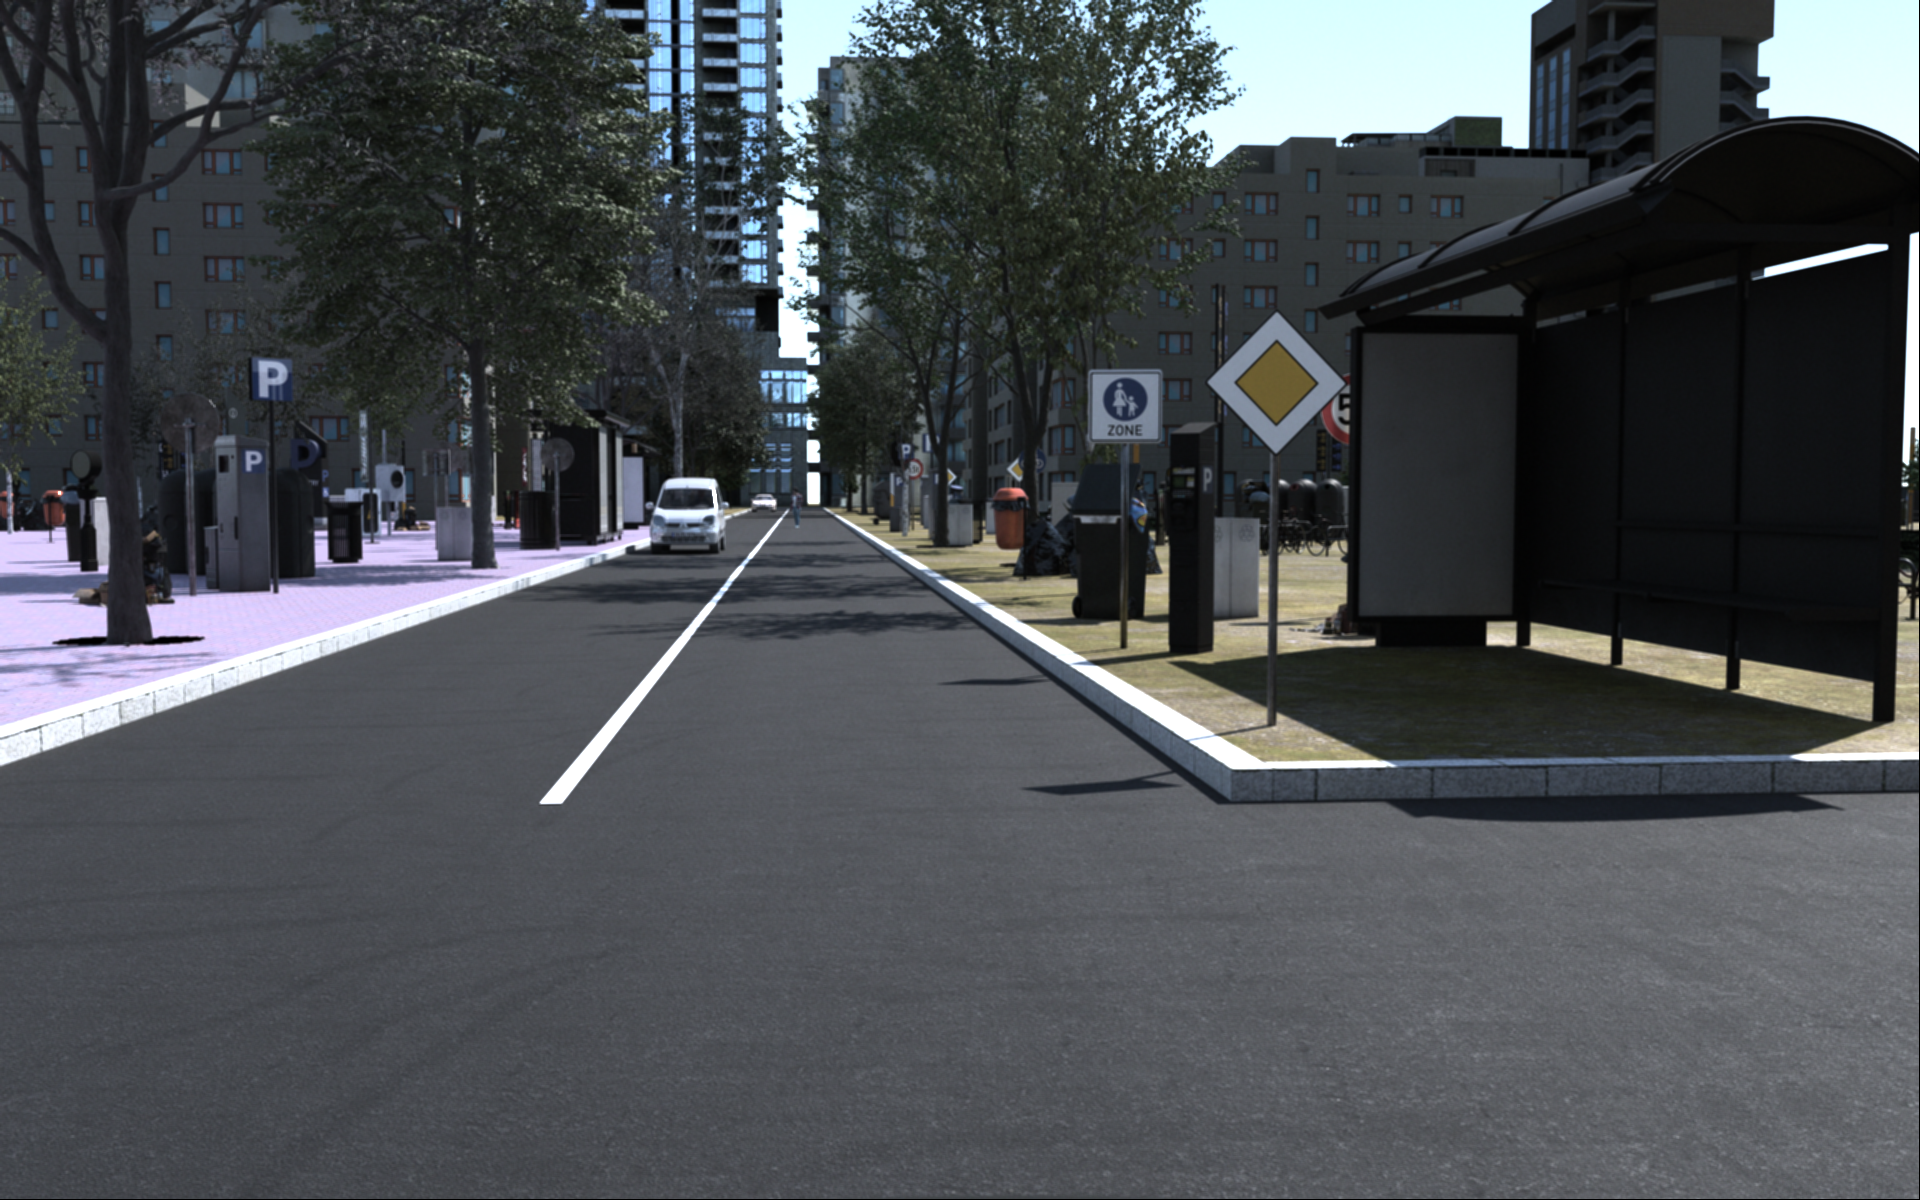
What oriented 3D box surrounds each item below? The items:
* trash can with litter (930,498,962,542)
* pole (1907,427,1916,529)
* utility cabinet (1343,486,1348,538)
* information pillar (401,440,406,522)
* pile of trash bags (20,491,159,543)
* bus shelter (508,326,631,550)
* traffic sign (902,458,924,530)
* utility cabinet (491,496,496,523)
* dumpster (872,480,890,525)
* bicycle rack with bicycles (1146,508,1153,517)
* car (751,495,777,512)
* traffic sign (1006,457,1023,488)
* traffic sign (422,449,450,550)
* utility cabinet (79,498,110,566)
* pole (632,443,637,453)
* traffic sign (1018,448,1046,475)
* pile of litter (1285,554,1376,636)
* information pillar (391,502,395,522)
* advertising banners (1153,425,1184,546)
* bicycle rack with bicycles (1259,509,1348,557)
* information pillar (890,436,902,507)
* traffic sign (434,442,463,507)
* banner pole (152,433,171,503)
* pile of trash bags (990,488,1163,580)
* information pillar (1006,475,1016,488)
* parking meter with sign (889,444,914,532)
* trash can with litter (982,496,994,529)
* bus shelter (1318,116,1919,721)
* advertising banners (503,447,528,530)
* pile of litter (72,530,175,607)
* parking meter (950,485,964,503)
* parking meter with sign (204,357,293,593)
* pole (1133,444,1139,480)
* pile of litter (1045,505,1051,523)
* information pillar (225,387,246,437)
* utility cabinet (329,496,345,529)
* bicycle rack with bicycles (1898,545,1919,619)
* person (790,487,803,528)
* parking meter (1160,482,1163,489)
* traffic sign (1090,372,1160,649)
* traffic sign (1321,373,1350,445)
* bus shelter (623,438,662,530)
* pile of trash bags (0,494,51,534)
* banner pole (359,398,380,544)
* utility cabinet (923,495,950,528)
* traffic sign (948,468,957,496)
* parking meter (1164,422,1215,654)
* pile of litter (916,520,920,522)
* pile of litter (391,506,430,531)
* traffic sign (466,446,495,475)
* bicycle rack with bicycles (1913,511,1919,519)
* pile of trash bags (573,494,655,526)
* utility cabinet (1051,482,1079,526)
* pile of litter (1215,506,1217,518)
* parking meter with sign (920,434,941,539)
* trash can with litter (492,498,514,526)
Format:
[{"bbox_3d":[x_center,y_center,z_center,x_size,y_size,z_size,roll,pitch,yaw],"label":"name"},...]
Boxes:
[{"bbox_3d":[-0.285,-2.119,46.040,0.624,1.170,1.055,3,4,36],"label":"trash can with litter"},{"bbox_3d":[28.897,-3.595,52.615,0.158,3.312,0.155,0,3,0],"label":"pole"},{"bbox_3d":[11.489,-2.515,49.793,1.173,1.500,0.318,0,4,5],"label":"utility cabinet"},{"bbox_3d":[-24.211,-5.137,75.338,0.183,3.616,0.504,-2,4,-26],"label":"information pillar"},{"bbox_3d":[-22.590,-2.212,45.922,3.447,1.369,1.912,0,4,-1],"label":"pile of trash bags"},{"bbox_3d":[-9.926,-4.070,44.169,2.179,5.291,8.768,0,4,-5],"label":"bus shelter"},{"bbox_3d":[-1.668,-3.744,61.318,0.768,2.556,0.104,0,4,1],"label":"traffic sign"},{"bbox_3d":[-21.092,-4.073,77.749,0.306,1.237,1.020,0,4,-3],"label":"utility cabinet"},{"bbox_3d":[-3.039,-4.118,73.093,1.264,1.857,1.865,0,4,-5],"label":"dumpster"},{"bbox_3d":[7.417,-4.241,82.730,2.852,0.926,2.925,-3,4,-37],"label":"bicycle rack with bicycles"},{"bbox_3d":[-15.854,-7.813,140.101,2.083,1.381,4.827,0,4,-3],"label":"car"},{"bbox_3d":[1.809,-3.163,52.907,0.795,2.450,0.064,0,4,1],"label":"traffic sign"},{"bbox_3d":[-11.952,-2.288,39.534,0.606,2.300,0.079,0,4,-3],"label":"traffic sign"},{"bbox_3d":[-15.392,-1.228,31.234,0.306,1.237,1.020,1,4,10],"label":"utility cabinet"},{"bbox_3d":[-12.780,-4.539,68.054,0.158,3.312,0.155,0,3,0],"label":"pole"},{"bbox_3d":[1.942,-2.855,46.787,0.768,2.556,0.104,0,4,-5],"label":"traffic sign"},{"bbox_3d":[3.904,-0.123,15.972,1.176,0.858,1.719,-3,4,-38],"label":"pile of litter"},{"bbox_3d":[-26.435,-4.646,80.447,0.304,2.012,0.304,-3,5,-41],"label":"information pillar"},{"bbox_3d":[5.356,-2.893,43.489,0.090,3.025,2.074,2,4,33],"label":"advertising banners"},{"bbox_3d":[7.259,-1.425,36.681,2.852,0.926,2.925,3,5,44],"label":"bicycle rack with bicycles"},{"bbox_3d":[-2.470,-4.660,67.549,0.504,3.616,0.183,-1,4,-17],"label":"information pillar"},{"bbox_3d":[-12.445,-2.565,42.038,0.768,2.556,0.104,0,4,-3],"label":"traffic sign"},{"bbox_3d":[-32.599,-4.933,70.676,0.863,3.779,0.401,-2,4,-32],"label":"banner pole"},{"bbox_3d":[1.631,-1.060,27.082,1.912,1.369,3.447,3,4,37],"label":"pile of trash bags"},{"bbox_3d":[1.992,-3.851,67.456,0.304,2.012,0.304,-3,5,-39],"label":"information pillar"},{"bbox_3d":[-2.007,-3.836,58.975,0.543,3.016,1.738,1,4,11],"label":"parking meter with sign"},{"bbox_3d":[1.508,-3.191,63.234,2.233,1.210,1.678,-3,5,-39],"label":"trash can with litter"},{"bbox_3d":[4.284,-1.109,12.056,2.014,3.302,5.546,0,4,-5],"label":"bus shelter"},{"bbox_3d":[-16.265,-4.117,63.499,0.090,3.025,2.074,1,4,11],"label":"advertising banners"},{"bbox_3d":[-9.822,-0.392,20.379,1.176,0.858,1.719,-1,4,-10],"label":"pile of litter"},{"bbox_3d":[-0.086,-2.417,47.921,0.372,1.533,0.369,0,3,0],"label":"parking meter"},{"bbox_3d":[-9.455,-1.626,22.853,1.738,3.016,0.543,3,5,42],"label":"parking meter with sign"},{"bbox_3d":[5.471,-3.669,53.837,0.158,3.312,0.155,0,3,0],"label":"pole"},{"bbox_3d":[4.095,-3.531,71.702,1.176,0.858,1.719,2,4,34],"label":"pile of litter"},{"bbox_3d":[-15.959,-2.864,38.189,0.183,3.616,0.504,2,4,25],"label":"information pillar"},{"bbox_3d":[-23.143,-3.267,64.571,1.020,1.237,0.306,2,4,26],"label":"utility cabinet"},{"bbox_3d":[8.708,-0.310,18.449,2.852,0.926,2.925,-1,4,-20],"label":"bicycle rack with bicycles"},{"bbox_3d":[-6.963,-3.948,73.893,0.563,1.720,0.643,2,4,29],"label":"person"},{"bbox_3d":[9.456,-4.574,80.496,0.255,1.863,0.399,2,4,31],"label":"parking meter"},{"bbox_3d":[1.360,-0.746,14.323,0.606,2.300,0.079,0,4,4],"label":"traffic sign"},{"bbox_3d":[4.166,-1.110,18.249,0.768,2.556,0.104,0,4,0],"label":"traffic sign"},{"bbox_3d":[-12.403,-4.349,65.036,2.014,3.302,5.546,0,4,-5],"label":"bus shelter"},{"bbox_3d":[-32.837,-3.097,60.392,1.912,1.369,3.447,-1,4,-16],"label":"pile of trash bags"},{"bbox_3d":[-15.438,-3.368,45.091,0.401,3.779,0.863,-3,5,-43],"label":"banner pole"},{"bbox_3d":[-0.882,-3.260,64.459,1.020,1.237,0.306,3,4,36],"label":"utility cabinet"},{"bbox_3d":[-0.531,-4.636,76.988,0.795,2.450,0.064,0,4,-4],"label":"traffic sign"},{"bbox_3d":[1.876,-0.508,14.015,0.255,1.863,0.399,2,4,32],"label":"parking meter"},{"bbox_3d":[-1.303,-4.022,79.730,1.176,0.858,1.719,-2,4,-32],"label":"pile of litter"},{"bbox_3d":[-19.161,-2.869,60.869,1.719,0.858,1.176,-2,4,-30],"label":"pile of litter"},{"bbox_3d":[-10.187,-2.120,36.798,0.606,2.300,0.079,0,4,1],"label":"traffic sign"},{"bbox_3d":[38.109,-3.283,67.057,2.852,0.926,2.925,0,4,0],"label":"bicycle rack with bicycles"},{"bbox_3d":[-13.950,-3.655,69.517,3.447,1.369,1.912,-3,4,-36],"label":"pile of trash bags"},{"bbox_3d":[2.213,-1.444,32.287,0.318,1.500,1.173,-3,4,-39],"label":"utility cabinet"},{"bbox_3d":[9.712,-3.320,68.253,1.719,0.858,1.176,-3,4,-38],"label":"pile of litter"},{"bbox_3d":[-0.670,-3.238,49.206,0.543,3.016,1.738,-1,4,-10],"label":"parking meter with sign"},{"bbox_3d":[-18.416,-3.590,69.761,1.678,1.210,2.233,2,4,35],"label":"trash can with litter"}]
